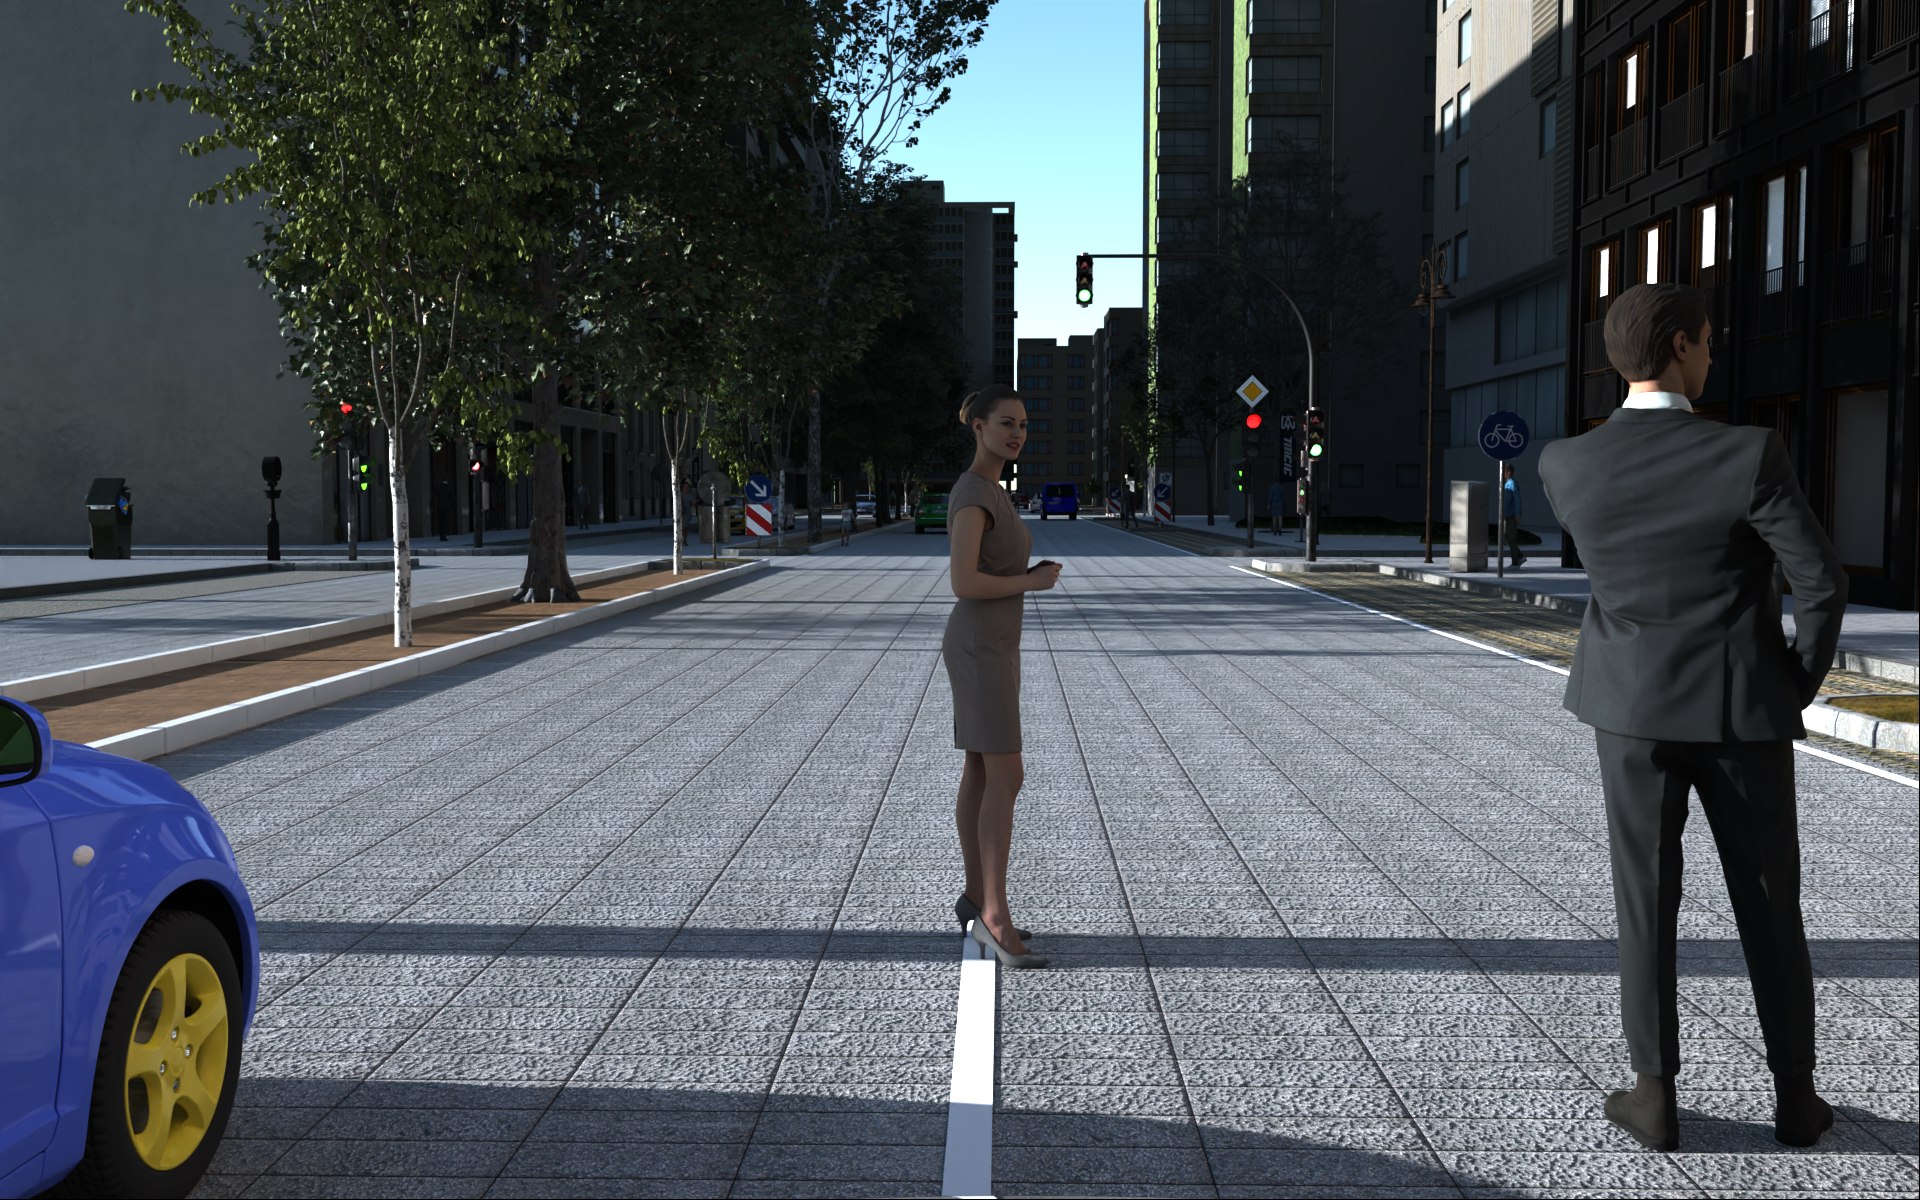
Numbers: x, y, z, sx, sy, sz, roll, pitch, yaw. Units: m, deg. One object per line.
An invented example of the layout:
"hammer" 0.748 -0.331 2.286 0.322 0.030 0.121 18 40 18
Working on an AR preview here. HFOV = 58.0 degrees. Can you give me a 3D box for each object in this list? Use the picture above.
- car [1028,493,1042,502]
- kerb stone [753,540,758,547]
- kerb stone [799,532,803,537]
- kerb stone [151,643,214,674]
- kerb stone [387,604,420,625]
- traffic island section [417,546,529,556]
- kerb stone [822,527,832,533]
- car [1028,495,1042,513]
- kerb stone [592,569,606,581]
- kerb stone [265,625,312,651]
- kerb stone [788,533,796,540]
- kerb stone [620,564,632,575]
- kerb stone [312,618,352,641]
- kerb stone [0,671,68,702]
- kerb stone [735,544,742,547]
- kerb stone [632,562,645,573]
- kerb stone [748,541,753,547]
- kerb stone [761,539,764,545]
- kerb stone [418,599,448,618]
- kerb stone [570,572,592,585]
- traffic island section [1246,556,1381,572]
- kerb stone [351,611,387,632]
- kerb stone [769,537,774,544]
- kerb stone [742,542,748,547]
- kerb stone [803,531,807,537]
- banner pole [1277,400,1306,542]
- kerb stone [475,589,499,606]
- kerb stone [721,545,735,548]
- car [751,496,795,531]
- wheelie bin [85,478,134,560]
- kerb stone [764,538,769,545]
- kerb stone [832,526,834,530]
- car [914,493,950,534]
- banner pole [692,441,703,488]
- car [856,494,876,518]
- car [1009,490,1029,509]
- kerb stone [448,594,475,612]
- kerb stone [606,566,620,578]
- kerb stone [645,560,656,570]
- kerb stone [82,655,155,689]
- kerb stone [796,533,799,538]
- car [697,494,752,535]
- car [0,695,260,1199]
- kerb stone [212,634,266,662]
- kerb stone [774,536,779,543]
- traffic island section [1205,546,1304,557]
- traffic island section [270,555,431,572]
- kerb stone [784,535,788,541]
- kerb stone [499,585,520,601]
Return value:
"car" 6.425 -7.788 136.376 2.155 1.783 4.494 0 4 1
"kerb stone" -5.583 -1.482 46.422 0.120 0.150 1.000 0 4 1
"kerb stone" -5.326 -2.109 56.681 0.120 0.150 1.000 0 4 1
"kerb stone" -6.405 0.493 14.151 0.120 0.150 1.000 0 4 1
"kerb stone" -6.269 0.183 19.269 0.120 0.150 1.000 0 4 1
"traffic island section" -11.542 -1.172 41.436 2.009 0.180 2.903 0 4 1
"kerb stone" -5.090 -2.673 65.899 0.120 0.150 1.000 0 4 1
"car" 6.183 -7.179 129.745 2.083 1.381 4.827 0 4 0
"kerb stone" -6.047 -0.380 28.492 0.120 0.150 1.000 0 4 1
"kerb stone" -6.345 0.370 16.204 0.120 0.150 1.000 0 4 1
"kerb stone" -5.388 -1.984 54.631 0.120 0.150 1.000 0 4 1
"kerb stone" -5.990 -0.509 30.541 0.120 0.150 1.000 0 4 1
"kerb stone" -6.317 0.312 17.226 0.120 0.150 1.000 0 4 1
"kerb stone" -6.451 0.618 12.104 0.120 0.150 1.000 0 4 1
"kerb stone" -5.666 -1.294 43.352 0.120 0.150 1.000 0 4 1
"kerb stone" -5.961 -0.572 31.579 0.120 0.150 1.000 0 4 1
"kerb stone" -5.615 -1.415 45.396 0.120 0.150 1.000 0 4 1
"kerb stone" -5.564 -1.544 47.447 0.120 0.150 1.000 0 4 1
"kerb stone" -6.246 0.116 20.297 0.120 0.150 1.000 0 4 1
"kerb stone" -6.063 -0.323 27.470 0.120 0.150 1.000 0 4 1
"traffic island section" 6.692 -0.655 32.986 2.009 0.180 2.903 0 4 1
"kerb stone" -6.299 0.248 18.248 0.120 0.150 1.000 0 4 1
"kerb stone" -5.508 -1.667 49.510 0.120 0.150 1.000 0 4 1
"kerb stone" -5.643 -1.356 44.374 0.120 0.150 1.000 0 4 1
"kerb stone" -5.303 -2.170 57.703 0.120 0.150 1.000 0 4 1
"banner pole" 8.886 -3.432 46.134 0.863 3.779 0.401 0 4 -2
"kerb stone" -6.190 -0.009 22.340 0.120 0.150 1.000 0 4 1
"kerb stone" -5.688 -1.231 42.330 0.120 0.150 1.000 0 4 1
"car" -7.705 -3.486 69.365 2.083 1.381 4.827 0 4 1
"wheelie bin" -16.745 -1.602 34.093 0.980 1.594 0.693 0 4 6
"kerb stone" -5.538 -1.607 48.477 0.120 0.150 1.000 0 4 1
"kerb stone" -5.066 -2.733 66.921 0.120 0.150 1.000 0 4 1
"car" -0.719 -3.357 63.676 1.959 1.807 4.718 0 4 0
"banner pole" -12.346 -5.610 81.741 0.401 3.779 0.863 3 4 38
"car" -5.799 -5.749 106.000 2.014 1.417 4.499 0 4 3
"car" 5.560 -9.762 168.278 2.281 1.827 5.304 0 4 0
"kerb stone" -6.213 0.054 21.318 0.120 0.150 1.000 0 4 1
"kerb stone" -6.014 -0.446 29.513 0.120 0.150 1.000 0 4 1
"kerb stone" -5.937 -0.637 32.609 0.120 0.150 1.000 0 4 1
"kerb stone" -6.423 0.555 13.126 0.120 0.150 1.000 0 4 1
"kerb stone" -5.365 -2.045 55.653 0.120 0.150 1.000 0 4 1
"car" -8.217 -3.132 61.431 2.015 1.641 3.980 0 4 1
"car" -2.433 0.440 2.394 1.945 1.707 3.694 0 4 2
"kerb stone" -6.375 0.430 15.173 0.120 0.150 1.000 0 4 1
"kerb stone" -5.475 -1.730 50.535 0.120 0.150 1.000 0 4 1
"traffic island section" 6.893 -1.143 40.968 2.009 0.180 2.903 0 4 1
"traffic island section" -11.743 -0.683 33.454 2.009 0.180 2.903 0 4 1
"kerb stone" -5.436 -1.858 52.579 0.120 0.150 1.000 0 4 1
"kerb stone" -6.173 -0.071 23.362 0.120 0.150 1.000 0 4 1
